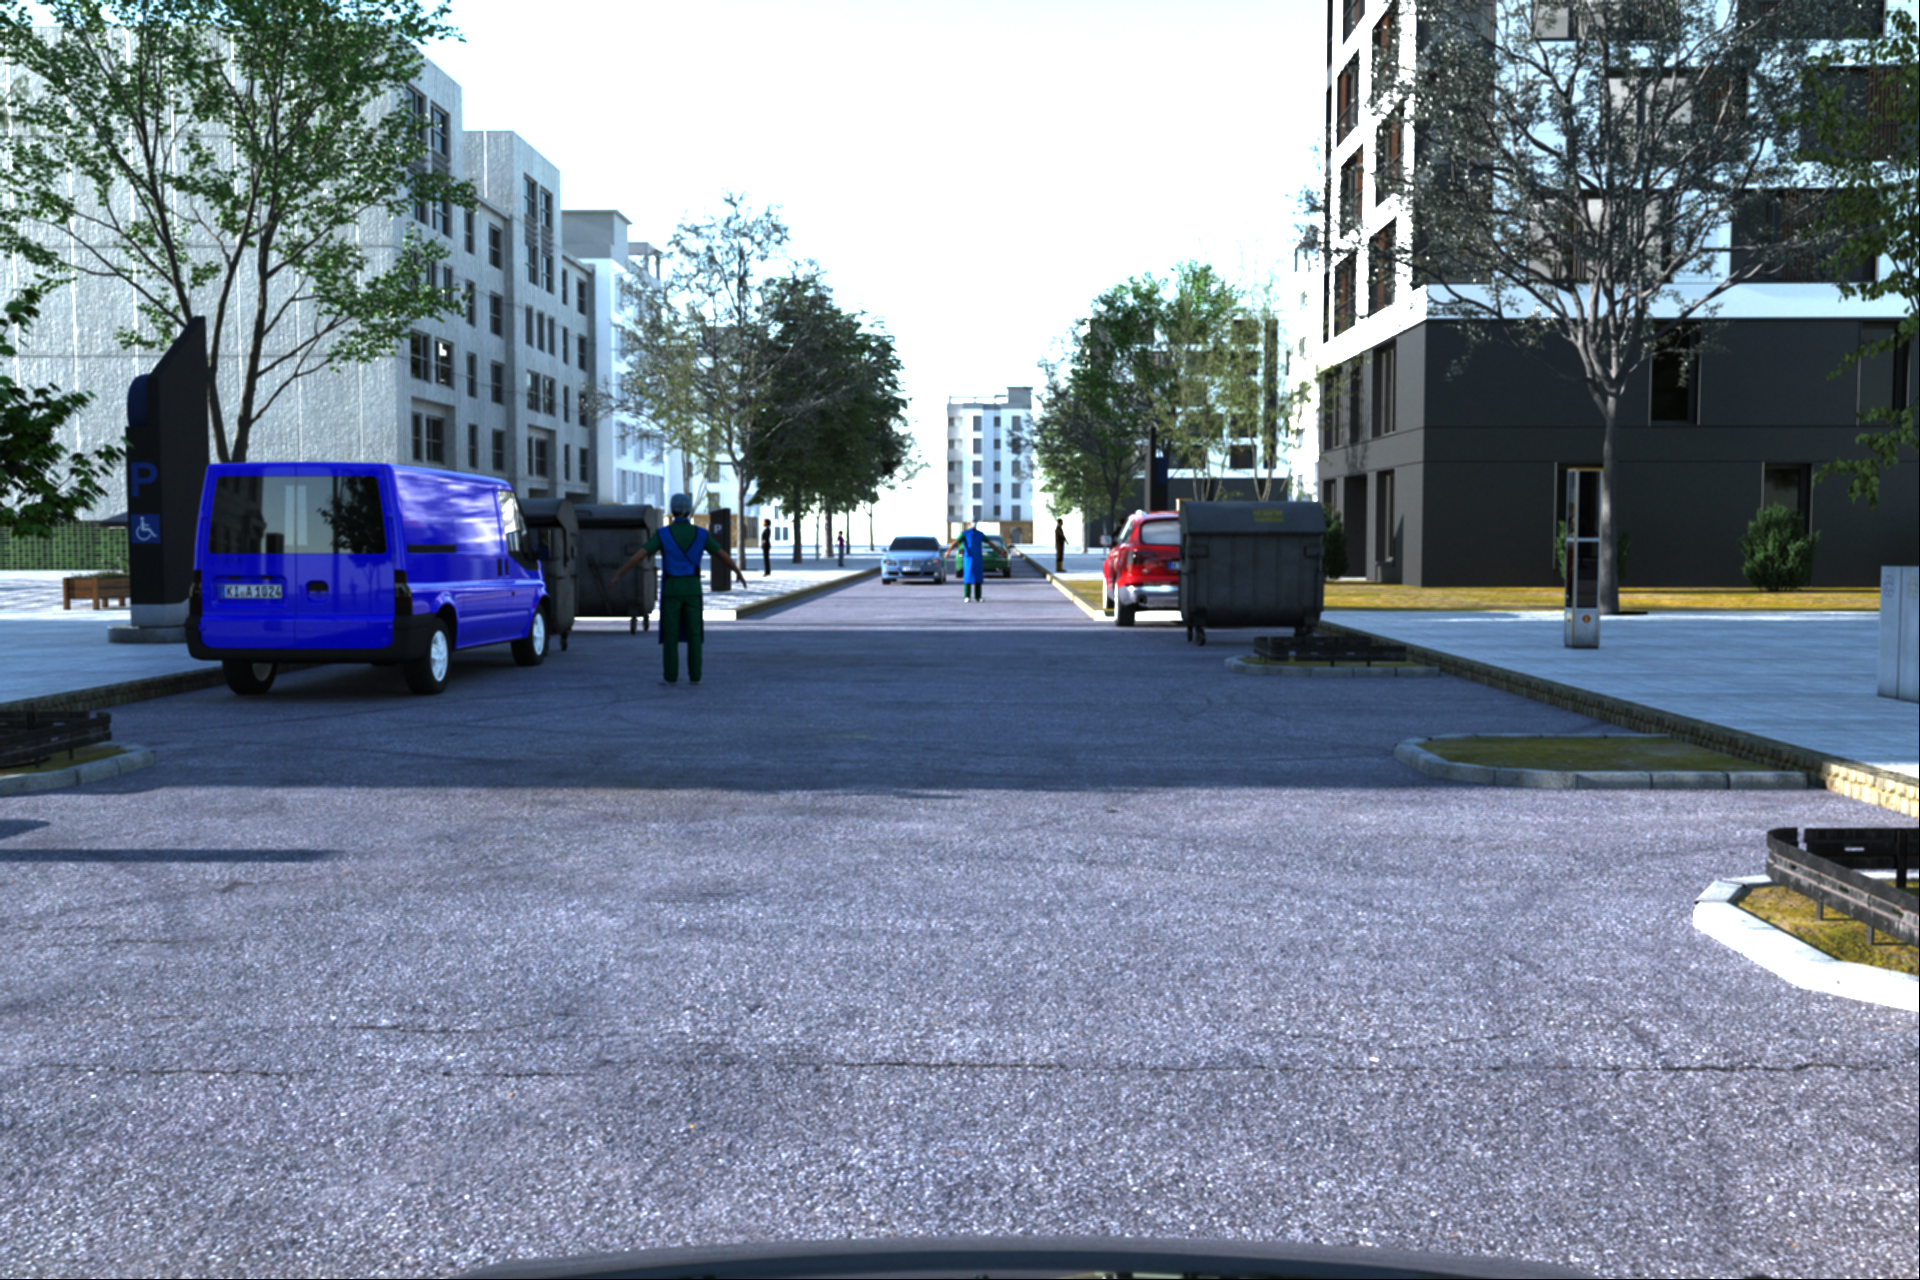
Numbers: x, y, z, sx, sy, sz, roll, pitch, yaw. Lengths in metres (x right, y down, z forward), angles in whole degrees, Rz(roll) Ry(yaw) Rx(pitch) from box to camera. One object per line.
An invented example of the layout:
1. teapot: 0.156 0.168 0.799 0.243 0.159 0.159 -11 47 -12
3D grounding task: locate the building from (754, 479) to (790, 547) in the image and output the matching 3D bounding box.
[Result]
1. building: -23.244 -15.280 191.979 9.099 9.664 28.070 0 4 2

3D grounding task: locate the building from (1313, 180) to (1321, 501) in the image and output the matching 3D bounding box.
1. building: 23.592 -14.232 89.120 16.016 20.090 11.380 0 4 1

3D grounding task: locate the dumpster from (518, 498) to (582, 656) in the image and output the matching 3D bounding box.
1. dumpster: -5.573 -0.766 20.746 1.865 1.857 1.264 0 4 1

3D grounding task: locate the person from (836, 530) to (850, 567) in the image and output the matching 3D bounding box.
1. person: -4.606 -3.587 67.913 0.599 1.433 0.991 -3 4 -36

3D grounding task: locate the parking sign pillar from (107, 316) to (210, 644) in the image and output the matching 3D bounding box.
1. parking sign pillar: -9.522 -1.981 20.861 1.447 3.967 1.447 0 4 1

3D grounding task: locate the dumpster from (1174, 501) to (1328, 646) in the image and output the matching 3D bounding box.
1. dumpster: 3.781 -0.881 22.626 1.865 1.857 1.264 0 4 1

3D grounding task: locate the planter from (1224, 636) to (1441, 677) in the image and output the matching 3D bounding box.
1. planter: 3.850 0.168 18.388 1.991 0.319 1.994 0 4 1

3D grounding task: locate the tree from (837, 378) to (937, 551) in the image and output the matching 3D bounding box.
1. tree: -6.718 -13.359 128.788 12.009 13.543 11.850 0 3 0

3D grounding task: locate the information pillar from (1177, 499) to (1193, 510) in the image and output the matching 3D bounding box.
1. information pillar: 4.705 -1.948 36.348 0.304 2.012 0.304 0 4 1

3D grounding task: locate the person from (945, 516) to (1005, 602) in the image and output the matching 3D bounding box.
1. person: 0.293 -1.718 36.672 1.347 1.817 0.704 -1 4 -19

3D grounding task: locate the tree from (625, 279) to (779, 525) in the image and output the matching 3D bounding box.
1. tree: -8.146 -6.140 50.755 4.360 8.622 3.978 0 3 0

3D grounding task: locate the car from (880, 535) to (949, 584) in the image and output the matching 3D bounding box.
1. car: -1.314 -2.370 50.755 2.014 1.417 4.499 0 4 2

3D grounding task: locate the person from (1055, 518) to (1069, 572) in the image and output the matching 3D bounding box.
1. person: 3.416 -3.211 58.631 0.704 1.812 1.346 -1 4 -12

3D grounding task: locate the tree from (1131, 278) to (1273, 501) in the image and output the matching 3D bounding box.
1. tree: 7.040 -6.095 50.012 4.360 8.622 3.978 0 3 0

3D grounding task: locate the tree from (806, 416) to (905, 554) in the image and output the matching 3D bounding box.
1. tree: -6.983 -10.817 111.276 8.767 10.594 7.601 2 4 35

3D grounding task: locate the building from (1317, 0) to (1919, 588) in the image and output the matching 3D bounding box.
1. building: 25.417 -13.022 56.890 27.936 21.610 32.646 0 4 1

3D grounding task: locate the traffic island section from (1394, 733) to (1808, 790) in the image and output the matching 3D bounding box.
1. traffic island section: 3.771 0.743 10.710 1.991 0.108 1.994 0 4 1

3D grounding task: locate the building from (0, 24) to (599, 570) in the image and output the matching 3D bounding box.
1. building: -27.875 -12.835 76.317 16.747 18.905 31.486 0 4 1

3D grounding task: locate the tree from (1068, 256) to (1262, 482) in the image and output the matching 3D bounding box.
1. tree: 7.574 -8.490 64.561 9.928 11.665 9.643 0 3 0

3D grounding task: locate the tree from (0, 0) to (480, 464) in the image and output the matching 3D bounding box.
1. tree: -11.486 -6.196 27.057 9.928 11.665 9.643 0 3 0

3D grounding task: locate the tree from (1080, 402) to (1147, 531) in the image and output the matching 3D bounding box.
1. tree: 8.438 -8.987 97.299 4.360 8.622 3.978 0 3 0

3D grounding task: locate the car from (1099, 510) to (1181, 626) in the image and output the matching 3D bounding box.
1. car: 3.461 -1.205 28.382 2.281 1.827 5.304 0 4 2

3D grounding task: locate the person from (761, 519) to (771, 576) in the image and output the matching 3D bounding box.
1. person: -5.959 -2.809 52.653 0.721 1.740 1.216 0 4 -7

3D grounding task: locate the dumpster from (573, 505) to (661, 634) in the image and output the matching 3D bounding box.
1. dumpster: -5.363 -1.036 25.149 1.865 1.857 1.264 0 4 1

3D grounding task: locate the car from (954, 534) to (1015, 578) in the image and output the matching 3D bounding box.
1. car: 0.790 -2.829 58.057 2.131 1.459 4.920 0 4 1

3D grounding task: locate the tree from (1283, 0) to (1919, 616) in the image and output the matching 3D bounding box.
1. tree: 10.420 -7.168 27.563 12.009 13.543 11.850 0 3 0

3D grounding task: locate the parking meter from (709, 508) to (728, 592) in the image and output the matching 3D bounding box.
1. parking meter: -5.390 -2.014 38.633 0.399 1.863 0.255 0 4 3

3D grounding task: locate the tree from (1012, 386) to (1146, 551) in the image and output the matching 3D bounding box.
1. tree: 9.532 -13.699 134.342 12.009 13.543 11.850 0 3 0

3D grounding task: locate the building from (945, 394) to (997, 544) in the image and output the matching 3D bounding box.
1. building: -1.667 -22.444 225.843 11.380 20.090 16.016 0 4 5

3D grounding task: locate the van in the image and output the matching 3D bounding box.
1. van: -5.538 -0.780 17.130 2.240 2.365 5.245 0 4 1

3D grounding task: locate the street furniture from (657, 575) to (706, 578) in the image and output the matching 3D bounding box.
1. street furniture: -13.015 -2.299 44.449 11.010 1.723 9.812 -2 4 -27

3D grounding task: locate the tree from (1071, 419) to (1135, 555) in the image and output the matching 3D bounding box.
1. tree: 8.823 -9.438 104.677 4.360 8.622 3.978 0 3 0

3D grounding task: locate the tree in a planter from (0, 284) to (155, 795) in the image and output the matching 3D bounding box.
1. tree in a planter: -6.005 -0.794 10.209 1.991 3.239 1.994 0 4 1

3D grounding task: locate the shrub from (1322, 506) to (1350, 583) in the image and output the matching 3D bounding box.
1. shrub: 9.495 -2.541 45.589 1.661 2.075 1.752 0 3 0

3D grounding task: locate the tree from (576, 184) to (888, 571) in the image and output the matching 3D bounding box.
1. tree: -7.653 -9.182 60.493 12.009 13.543 11.850 0 3 0

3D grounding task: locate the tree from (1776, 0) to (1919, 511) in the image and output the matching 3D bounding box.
1. tree: 9.441 -4.002 15.798 4.737 8.622 4.395 0 3 0

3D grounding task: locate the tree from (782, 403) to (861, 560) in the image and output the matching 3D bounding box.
1. tree: -6.879 -8.188 84.239 4.737 8.622 4.395 0 3 0

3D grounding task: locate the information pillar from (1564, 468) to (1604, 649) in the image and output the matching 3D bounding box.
1. information pillar: 6.989 -0.913 19.418 0.304 2.012 0.304 0 4 1

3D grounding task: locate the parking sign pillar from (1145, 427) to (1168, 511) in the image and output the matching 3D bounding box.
1. parking sign pillar: 4.987 -3.410 44.227 1.447 3.967 1.447 0 3 0

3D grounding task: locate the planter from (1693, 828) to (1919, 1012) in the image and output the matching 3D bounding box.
1. planter: 3.662 0.932 5.909 1.991 0.319 1.994 0 4 2

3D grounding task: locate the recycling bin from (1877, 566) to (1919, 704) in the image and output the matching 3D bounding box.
1. recycling bin: 7.620 -0.050 13.371 0.722 1.027 0.722 0 4 2

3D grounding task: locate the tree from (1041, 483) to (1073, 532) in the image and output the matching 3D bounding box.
1. tree: 12.668 -16.765 224.470 4.737 8.622 4.395 0 3 0

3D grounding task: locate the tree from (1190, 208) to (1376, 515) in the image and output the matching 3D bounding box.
1. tree: 6.942 -5.469 39.779 4.360 8.622 3.978 0 3 0

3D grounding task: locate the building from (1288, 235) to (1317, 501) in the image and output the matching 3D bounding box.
1. building: 26.277 -15.535 110.421 16.016 20.090 11.380 0 4 1

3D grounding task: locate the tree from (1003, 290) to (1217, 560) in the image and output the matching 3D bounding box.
1. tree: 7.668 -10.785 86.697 12.009 13.543 11.850 0 3 0

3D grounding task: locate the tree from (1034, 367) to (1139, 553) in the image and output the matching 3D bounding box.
1. tree: 8.664 -12.217 117.870 7.486 12.596 7.792 0 3 0

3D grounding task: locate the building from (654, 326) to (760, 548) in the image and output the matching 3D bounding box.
1. building: -25.175 -18.489 158.723 16.016 20.090 11.380 0 4 2

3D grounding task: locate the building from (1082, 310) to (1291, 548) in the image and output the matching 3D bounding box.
1. building: 26.074 -20.206 174.334 27.936 21.610 32.646 0 4 1

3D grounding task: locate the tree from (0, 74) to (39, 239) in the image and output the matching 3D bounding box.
1. tree: -11.302 -4.056 16.684 4.360 8.622 3.978 0 3 0

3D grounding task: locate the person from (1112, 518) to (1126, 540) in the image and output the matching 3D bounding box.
1. person: 5.474 -3.171 58.031 0.705 1.806 1.347 -3 5 -42

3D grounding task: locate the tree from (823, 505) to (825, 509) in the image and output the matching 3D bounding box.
1. tree: -16.047 -22.338 221.107 12.611 20.169 13.585 0 3 0

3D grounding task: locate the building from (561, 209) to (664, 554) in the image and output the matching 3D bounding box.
1. building: -24.997 -15.038 102.287 16.016 20.090 11.380 0 4 2

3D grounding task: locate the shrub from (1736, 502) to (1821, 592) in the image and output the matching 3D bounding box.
1. shrub: 18.190 -2.085 38.517 1.690 2.028 1.600 0 3 0

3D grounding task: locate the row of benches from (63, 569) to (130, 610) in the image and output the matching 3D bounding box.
1. row of benches: -14.520 -0.967 31.279 1.422 0.672 4.104 1 4 10

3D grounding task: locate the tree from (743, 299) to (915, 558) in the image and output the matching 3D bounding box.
1. tree: -7.337 -11.504 94.741 9.857 13.997 8.962 0 3 0

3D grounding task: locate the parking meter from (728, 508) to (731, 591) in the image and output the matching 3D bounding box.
1. parking meter: -5.389 -2.044 39.124 0.399 1.863 0.255 0 4 3

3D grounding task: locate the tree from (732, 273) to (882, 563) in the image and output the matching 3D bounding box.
1. tree: -6.894 -9.650 75.900 7.486 12.596 7.792 0 3 0

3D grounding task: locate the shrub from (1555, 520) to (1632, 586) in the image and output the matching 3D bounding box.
1. shrub: 13.928 -2.062 38.130 1.690 2.028 1.600 0 3 0

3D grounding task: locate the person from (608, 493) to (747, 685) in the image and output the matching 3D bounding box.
1. person: -2.660 -0.483 16.480 1.347 1.817 0.704 -2 4 -24
